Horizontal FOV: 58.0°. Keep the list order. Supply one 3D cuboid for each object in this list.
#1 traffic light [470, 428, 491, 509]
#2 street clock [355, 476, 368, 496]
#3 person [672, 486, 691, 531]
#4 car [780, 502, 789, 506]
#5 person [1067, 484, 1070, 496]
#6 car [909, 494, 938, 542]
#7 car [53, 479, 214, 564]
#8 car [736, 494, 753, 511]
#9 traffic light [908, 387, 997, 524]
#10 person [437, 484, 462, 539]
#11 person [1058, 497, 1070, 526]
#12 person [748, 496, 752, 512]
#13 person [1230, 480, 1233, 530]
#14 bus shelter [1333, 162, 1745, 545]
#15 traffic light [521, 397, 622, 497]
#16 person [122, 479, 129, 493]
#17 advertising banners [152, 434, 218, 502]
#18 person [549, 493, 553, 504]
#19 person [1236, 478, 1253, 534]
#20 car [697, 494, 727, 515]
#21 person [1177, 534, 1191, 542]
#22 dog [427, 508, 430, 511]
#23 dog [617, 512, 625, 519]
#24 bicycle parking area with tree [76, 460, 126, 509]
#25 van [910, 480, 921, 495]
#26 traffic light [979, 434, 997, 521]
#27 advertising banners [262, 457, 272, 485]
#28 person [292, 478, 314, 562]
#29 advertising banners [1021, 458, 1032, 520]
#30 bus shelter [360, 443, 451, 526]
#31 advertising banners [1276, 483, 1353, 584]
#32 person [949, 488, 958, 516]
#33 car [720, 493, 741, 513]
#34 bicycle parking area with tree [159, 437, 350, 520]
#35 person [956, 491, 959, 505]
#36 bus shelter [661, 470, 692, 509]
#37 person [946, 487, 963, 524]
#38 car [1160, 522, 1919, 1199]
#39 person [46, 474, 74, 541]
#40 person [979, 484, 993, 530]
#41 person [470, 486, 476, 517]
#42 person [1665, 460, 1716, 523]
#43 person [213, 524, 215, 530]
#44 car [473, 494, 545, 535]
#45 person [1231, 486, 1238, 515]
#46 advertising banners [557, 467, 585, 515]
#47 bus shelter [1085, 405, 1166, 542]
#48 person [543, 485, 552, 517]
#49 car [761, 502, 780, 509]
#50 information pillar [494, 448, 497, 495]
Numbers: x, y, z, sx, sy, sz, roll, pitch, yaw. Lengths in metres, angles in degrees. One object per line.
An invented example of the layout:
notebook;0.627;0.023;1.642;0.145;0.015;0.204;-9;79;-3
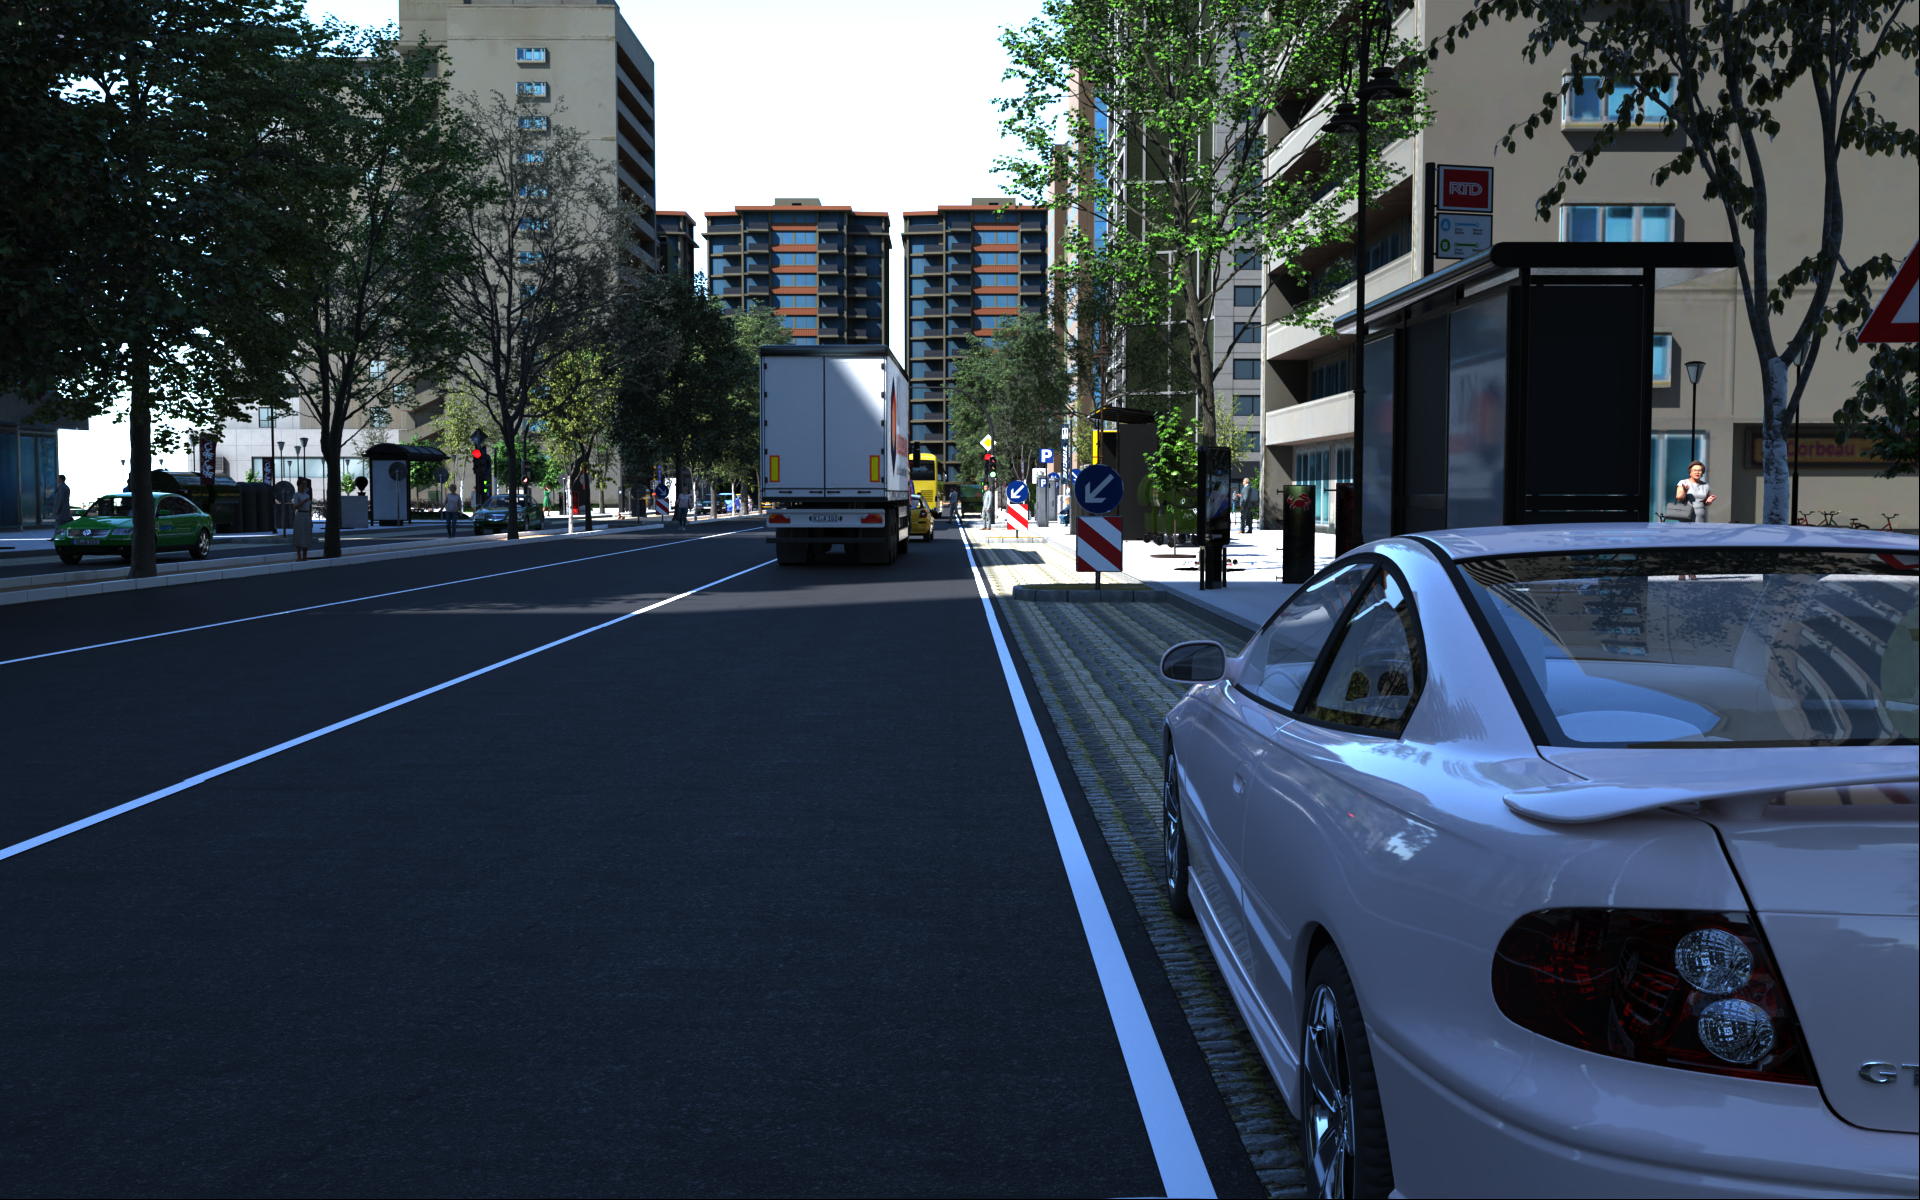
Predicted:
traffic light;-20.305;-5.156;73.217;0.839;4.253;0.868;0;4;0
street clock;-24.403;-4.042;70.651;0.471;2.002;0.358;-3;4;-39
person;-10.926;-3.597;67.982;0.731;1.740;0.598;-1;4;-12
car;-17.942;-10.154;174.694;2.281;1.827;5.304;0;4;-2
person;6.182;-5.609;97.845;0.850;1.850;0.679;3;4;37
car;-1.697;-2.633;53.273;2.015;1.641;3.980;0;4;1
car;-17.589;-1.724;36.991;1.959;1.807;4.718;0;4;-2
car;-18.428;-8.286;145.695;2.015;1.641;3.980;0;4;0
traffic light;-0.736;-6.028;73.218;4.771;5.953;1.251;0;4;0
person;-15.433;-2.645;52.414;0.731;1.740;0.598;-1;4;-14
person;4.165;-3.510;68.933;0.738;1.151;1.012;2;4;24
person;-15.676;-7.135;129.434;0.394;1.301;0.425;3;5;42
person;8.500;-3.012;55.477;0.473;1.802;0.592;3;5;44
bus shelter;5.462;-2.514;18.737;2.179;5.291;8.768;0;4;0
traffic light;-18.266;-6.519;81.251;4.771;5.953;1.251;0;4;0
person;-26.646;-3.001;55.449;0.444;1.785;0.601;1;4;11
advertising banners;-22.543;-3.300;50.141;2.074;3.025;0.090;-1;4;-14
person;-34.005;-8.363;143.269;0.515;1.767;0.782;2;4;34
person;9.229;-3.066;56.351;0.590;1.801;0.661;2;4;25
car;-17.573;-6.901;122.620;2.009;1.686;4.222;0;4;1
person;6.105;-2.452;46.724;0.643;1.750;0.593;-1;4;-14
dog;-33.264;-5.564;108.700;0.550;0.427;0.748;1;4;9
dog;-19.303;-4.786;98.449;0.550;0.427;0.748;-1;4;-18
bicycle parking area with tree;-67.625;-9.580;143.627;8.231;4.147;9.016;3;5;45
van;-2.753;-3.982;69.497;2.240;2.365;5.245;0;4;1
traffic light;1.304;-5.654;81.358;0.839;4.253;0.868;0;4;0
advertising banners;-33.625;-5.259;82.164;2.074;3.025;0.090;-1;4;-21
person;-13.076;-1.562;34.611;0.524;1.755;0.480;1;4;18
advertising banners;3.231;-5.404;84.547;0.090;3.025;2.074;1;4;16
bus shelter;-22.769;-4.742;71.463;2.014;3.302;5.546;0;4;0
advertising banners;5.528;-1.729;24.454;2.074;3.025;0.090;1;4;18
person;-0.473;-6.342;111.990;0.655;1.846;0.447;-2;4;-30
car;-17.250;-7.243;128.022;1.945;1.707;3.694;0;4;1
bicycle parking area with tree;-35.874;-6.158;87.683;8.231;4.147;9.016;0;4;-3
person;-0.429;-11.526;197.052;0.705;1.812;1.348;-2;4;-32
bus shelter;-24.062;-9.383;147.335;2.014;3.302;5.546;0;4;0
person;-0.272;-4.564;83.397;0.850;1.792;0.678;-1;4;-11
car;1.600;0.487;4.401;2.083;1.381;4.827;0;4;1
person;-24.138;-2.471;46.538;0.767;1.812;0.694;-1;4;-14
person;1.073;-3.665;68.528;0.391;1.810;0.635;-2;4;-32
person;-26.260;-5.327;93.894;0.760;1.731;0.466;1;4;11
person;10.818;-1.179;25.674;0.716;1.782;0.532;0;4;-1
person;-25.968;-2.944;59.677;1.012;1.151;0.738;-1;4;-14
car;-16.227;-3.098;62.451;2.131;1.459;4.920;0;4;-2
person;16.980;-6.208;107.885;0.623;1.781;0.721;0;4;1
advertising banners;-23.506;-6.691;105.581;2.074;3.025;0.090;0;4;2
bus shelter;4.644;-3.532;49.030;1.731;3.624;6.357;0;4;0
person;-22.798;-5.458;95.532;0.529;1.795;0.600;-1;4;-12
car;-17.968;-9.362;163.285;2.015;1.641;3.980;0;4;-1
information pillar;-23.614;-5.918;88.116;0.183;3.616;0.504;0;4;-8
